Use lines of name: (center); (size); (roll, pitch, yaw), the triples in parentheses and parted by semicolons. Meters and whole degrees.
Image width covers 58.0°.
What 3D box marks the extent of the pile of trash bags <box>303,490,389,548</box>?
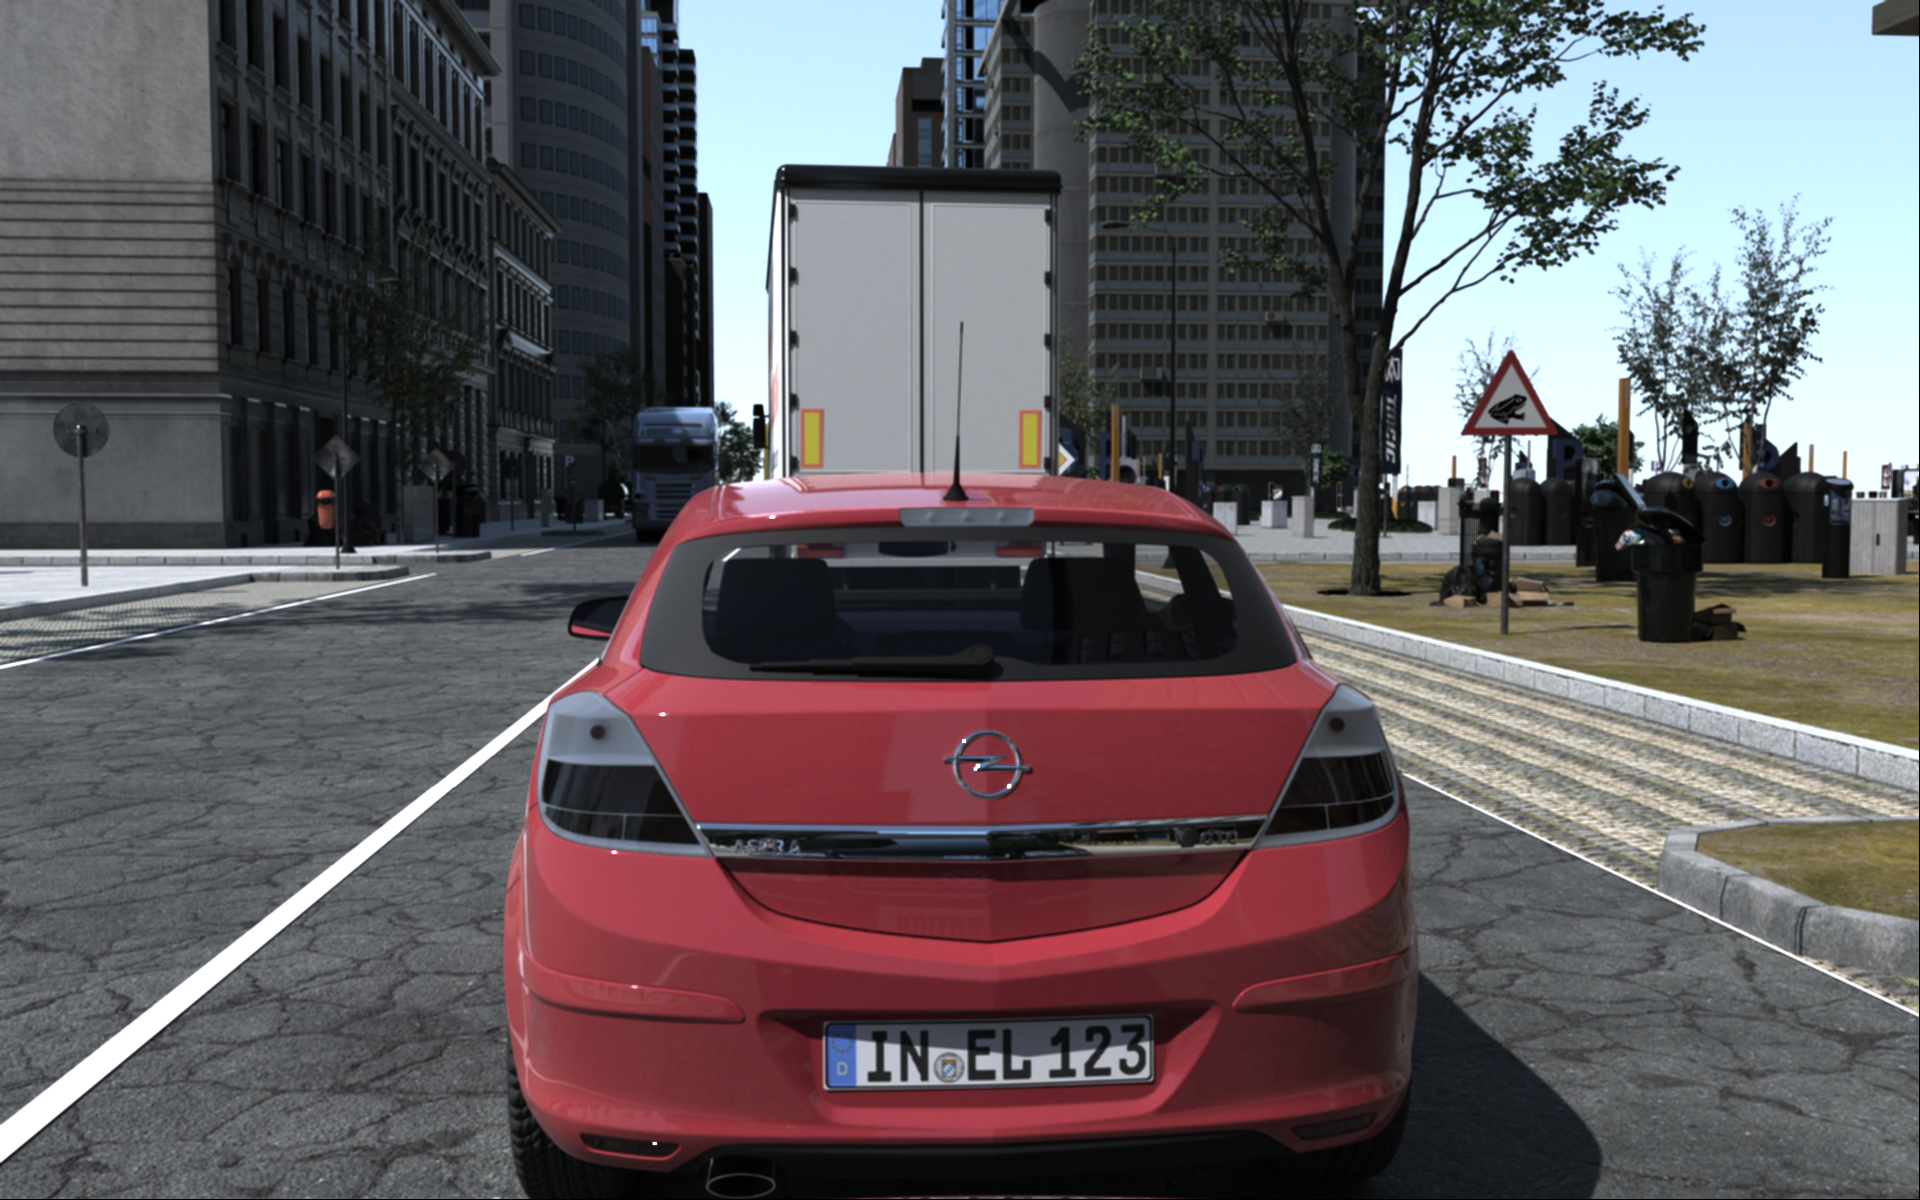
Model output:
pile of trash bags: (-15.303, -2.021, 42.801); (1.912, 1.369, 3.447); (0, 4, -8)

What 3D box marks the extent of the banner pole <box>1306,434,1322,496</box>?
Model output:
banner pole: (14.694, -5.031, 72.268); (0.863, 3.779, 0.401); (2, 4, 24)

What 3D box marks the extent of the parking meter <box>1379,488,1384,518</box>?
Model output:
parking meter: (16.346, -3.595, 67.183); (0.372, 1.533, 0.369); (0, 3, 0)

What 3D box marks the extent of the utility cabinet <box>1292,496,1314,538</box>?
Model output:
utility cabinet: (10.048, -2.422, 50.756); (0.306, 1.237, 1.020); (-1, 4, -11)

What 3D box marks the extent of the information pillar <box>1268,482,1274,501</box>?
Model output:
information pillar: (19.489, -6.360, 108.485); (0.304, 2.012, 0.304); (0, 4, -3)

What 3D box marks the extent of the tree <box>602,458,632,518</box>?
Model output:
tree: (-18.664, -6.018, 92.988); (1.663, 3.219, 1.824); (0, 3, 0)

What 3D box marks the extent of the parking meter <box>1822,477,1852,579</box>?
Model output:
parking meter: (13.339, -1.097, 26.342); (0.372, 1.533, 0.369); (0, 3, 0)

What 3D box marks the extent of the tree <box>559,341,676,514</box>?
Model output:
tree: (-20.264, -10.402, 104.492); (8.767, 10.594, 7.601); (1, 4, 18)

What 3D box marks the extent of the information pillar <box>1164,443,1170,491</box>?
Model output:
information pillar: (9.482, -5.376, 79.246); (0.183, 3.616, 0.504); (-2, 4, -25)

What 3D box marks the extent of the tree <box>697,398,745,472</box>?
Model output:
tree: (-26.869, -16.015, 187.606); (9.928, 11.665, 9.643); (0, 3, 0)

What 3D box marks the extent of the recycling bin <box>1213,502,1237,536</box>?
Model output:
recycling bin: (8.197, -2.508, 53.560); (0.722, 1.027, 0.722); (0, 4, 7)

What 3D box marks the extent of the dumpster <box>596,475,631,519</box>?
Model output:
dumpster: (-18.064, -5.347, 89.921); (1.502, 2.255, 1.985); (0, 4, -5)

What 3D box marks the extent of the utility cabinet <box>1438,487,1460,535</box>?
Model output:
utility cabinet: (15.408, -2.807, 54.577); (0.318, 1.500, 1.173); (0, 4, -3)

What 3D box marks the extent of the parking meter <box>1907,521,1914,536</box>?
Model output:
parking meter: (29.020, -2.889, 52.939); (0.399, 1.863, 0.255); (0, 3, 0)

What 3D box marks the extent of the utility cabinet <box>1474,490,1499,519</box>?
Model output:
utility cabinet: (27.106, -4.925, 89.207); (1.173, 1.500, 0.318); (2, 4, 33)

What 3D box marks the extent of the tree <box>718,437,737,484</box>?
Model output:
tree: (-28.662, -15.700, 207.062); (4.360, 8.622, 3.978); (0, 3, 0)

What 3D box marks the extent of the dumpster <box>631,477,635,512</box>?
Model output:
dumpster: (-18.720, -5.779, 96.988); (1.502, 2.255, 1.985); (0, 4, -5)

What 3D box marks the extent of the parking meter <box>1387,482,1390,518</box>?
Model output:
parking meter: (21.204, -4.914, 86.049); (0.255, 1.863, 0.399); (2, 4, 25)

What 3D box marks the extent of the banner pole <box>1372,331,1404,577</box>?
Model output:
banner pole: (6.496, -2.234, 26.535); (0.401, 3.779, 0.863); (-2, 4, -25)

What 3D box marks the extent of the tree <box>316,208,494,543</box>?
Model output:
tree: (-14.626, -5.832, 45.711); (4.737, 8.622, 4.395); (0, 3, 0)

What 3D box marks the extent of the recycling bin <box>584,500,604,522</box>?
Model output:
recycling bin: (-16.948, -4.135, 80.161); (0.722, 1.027, 0.722); (0, 4, 7)

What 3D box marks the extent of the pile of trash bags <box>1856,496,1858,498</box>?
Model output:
pile of trash bags: (34.219, -3.404, 65.416); (3.447, 1.369, 1.912); (0, 4, -5)

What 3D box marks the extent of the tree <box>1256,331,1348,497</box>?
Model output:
tree: (15.548, -7.753, 77.128); (4.360, 8.622, 3.978); (0, 3, 0)

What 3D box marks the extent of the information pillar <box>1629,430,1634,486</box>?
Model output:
information pillar: (21.703, -3.979, 56.411); (0.183, 3.616, 0.504); (-2, 4, -26)

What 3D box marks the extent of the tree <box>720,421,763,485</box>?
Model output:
tree: (-33.797, -21.426, 268.437); (7.486, 12.596, 7.792); (0, 3, 0)

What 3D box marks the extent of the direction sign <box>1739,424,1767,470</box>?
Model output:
direction sign: (25.686, -3.926, 56.183); (0.379, 3.537, 0.876); (-3, 4, -36)

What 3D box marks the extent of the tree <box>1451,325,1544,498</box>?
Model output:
tree: (23.579, -7.728, 76.720); (4.360, 8.622, 3.978); (0, 3, 0)

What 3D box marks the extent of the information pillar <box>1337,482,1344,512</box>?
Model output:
information pillar: (23.151, -6.167, 105.317); (0.304, 2.012, 0.304); (-3, 4, -39)

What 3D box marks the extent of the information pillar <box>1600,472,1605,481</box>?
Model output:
information pillar: (21.160, -3.238, 57.440); (0.304, 2.012, 0.304); (-1, 4, -11)

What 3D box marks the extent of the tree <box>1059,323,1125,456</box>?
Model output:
tree: (4.990, -7.645, 75.350); (4.737, 8.622, 4.395); (0, 3, 0)

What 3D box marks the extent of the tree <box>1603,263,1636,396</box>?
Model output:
tree: (20.994, -6.159, 51.065); (4.360, 8.622, 3.978); (0, 3, 0)

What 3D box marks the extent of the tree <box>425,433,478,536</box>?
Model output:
tree: (-15.959, -3.600, 53.463); (1.663, 3.219, 1.824); (0, 3, 0)

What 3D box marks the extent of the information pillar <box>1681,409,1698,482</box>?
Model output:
information pillar: (20.022, -3.439, 47.579); (0.504, 3.616, 0.183); (-1, 4, -21)

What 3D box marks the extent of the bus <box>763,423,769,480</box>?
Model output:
bus: (-5.023, -3.961, 56.315); (2.896, 3.916, 12.252); (0, 4, -6)

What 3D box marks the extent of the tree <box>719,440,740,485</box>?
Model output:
tree: (-30.001, -16.580, 221.452); (4.737, 8.622, 4.395); (0, 3, 0)

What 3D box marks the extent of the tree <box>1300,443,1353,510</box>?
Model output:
tree: (23.265, -7.724, 110.008); (4.285, 4.588, 4.351); (0, 3, 0)

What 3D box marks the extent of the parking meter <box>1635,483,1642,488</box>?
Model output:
parking meter: (37.027, -5.427, 94.440); (0.399, 1.863, 0.255); (2, 4, 26)

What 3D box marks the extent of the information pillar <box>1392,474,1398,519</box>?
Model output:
information pillar: (19.933, -5.381, 79.336); (0.183, 3.616, 0.504); (0, 4, -7)

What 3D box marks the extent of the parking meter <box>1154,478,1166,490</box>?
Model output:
parking meter: (7.326, -3.532, 63.458); (0.399, 1.863, 0.255); (-2, 4, -26)

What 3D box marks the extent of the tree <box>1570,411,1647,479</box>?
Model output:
tree: (25.406, -5.205, 68.810); (4.285, 4.588, 4.351); (0, 3, 0)

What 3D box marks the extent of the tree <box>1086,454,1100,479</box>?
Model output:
tree: (5.338, -4.203, 63.326); (1.663, 3.219, 1.824); (0, 3, 0)

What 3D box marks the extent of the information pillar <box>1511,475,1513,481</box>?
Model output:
information pillar: (21.584, -3.869, 67.752); (0.304, 2.012, 0.304); (0, 4, 6)

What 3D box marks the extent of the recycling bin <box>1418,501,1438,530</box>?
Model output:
recycling bin: (16.834, -3.014, 61.838); (0.722, 1.027, 0.722); (-3, 5, -44)

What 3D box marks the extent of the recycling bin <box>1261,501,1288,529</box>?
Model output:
recycling bin: (11.697, -3.173, 64.435); (0.722, 1.027, 0.722); (-1, 4, -22)

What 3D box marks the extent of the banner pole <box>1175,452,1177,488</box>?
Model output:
banner pole: (11.319, -6.198, 91.349); (0.401, 3.779, 0.863); (-1, 4, -10)

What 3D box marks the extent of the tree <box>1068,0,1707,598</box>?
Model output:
tree: (5.066, -5.856, 21.506); (9.928, 11.665, 9.643); (0, 3, 0)

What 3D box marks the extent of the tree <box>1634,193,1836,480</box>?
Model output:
tree: (19.639, -5.664, 42.976); (4.360, 8.622, 3.978); (0, 3, 0)
